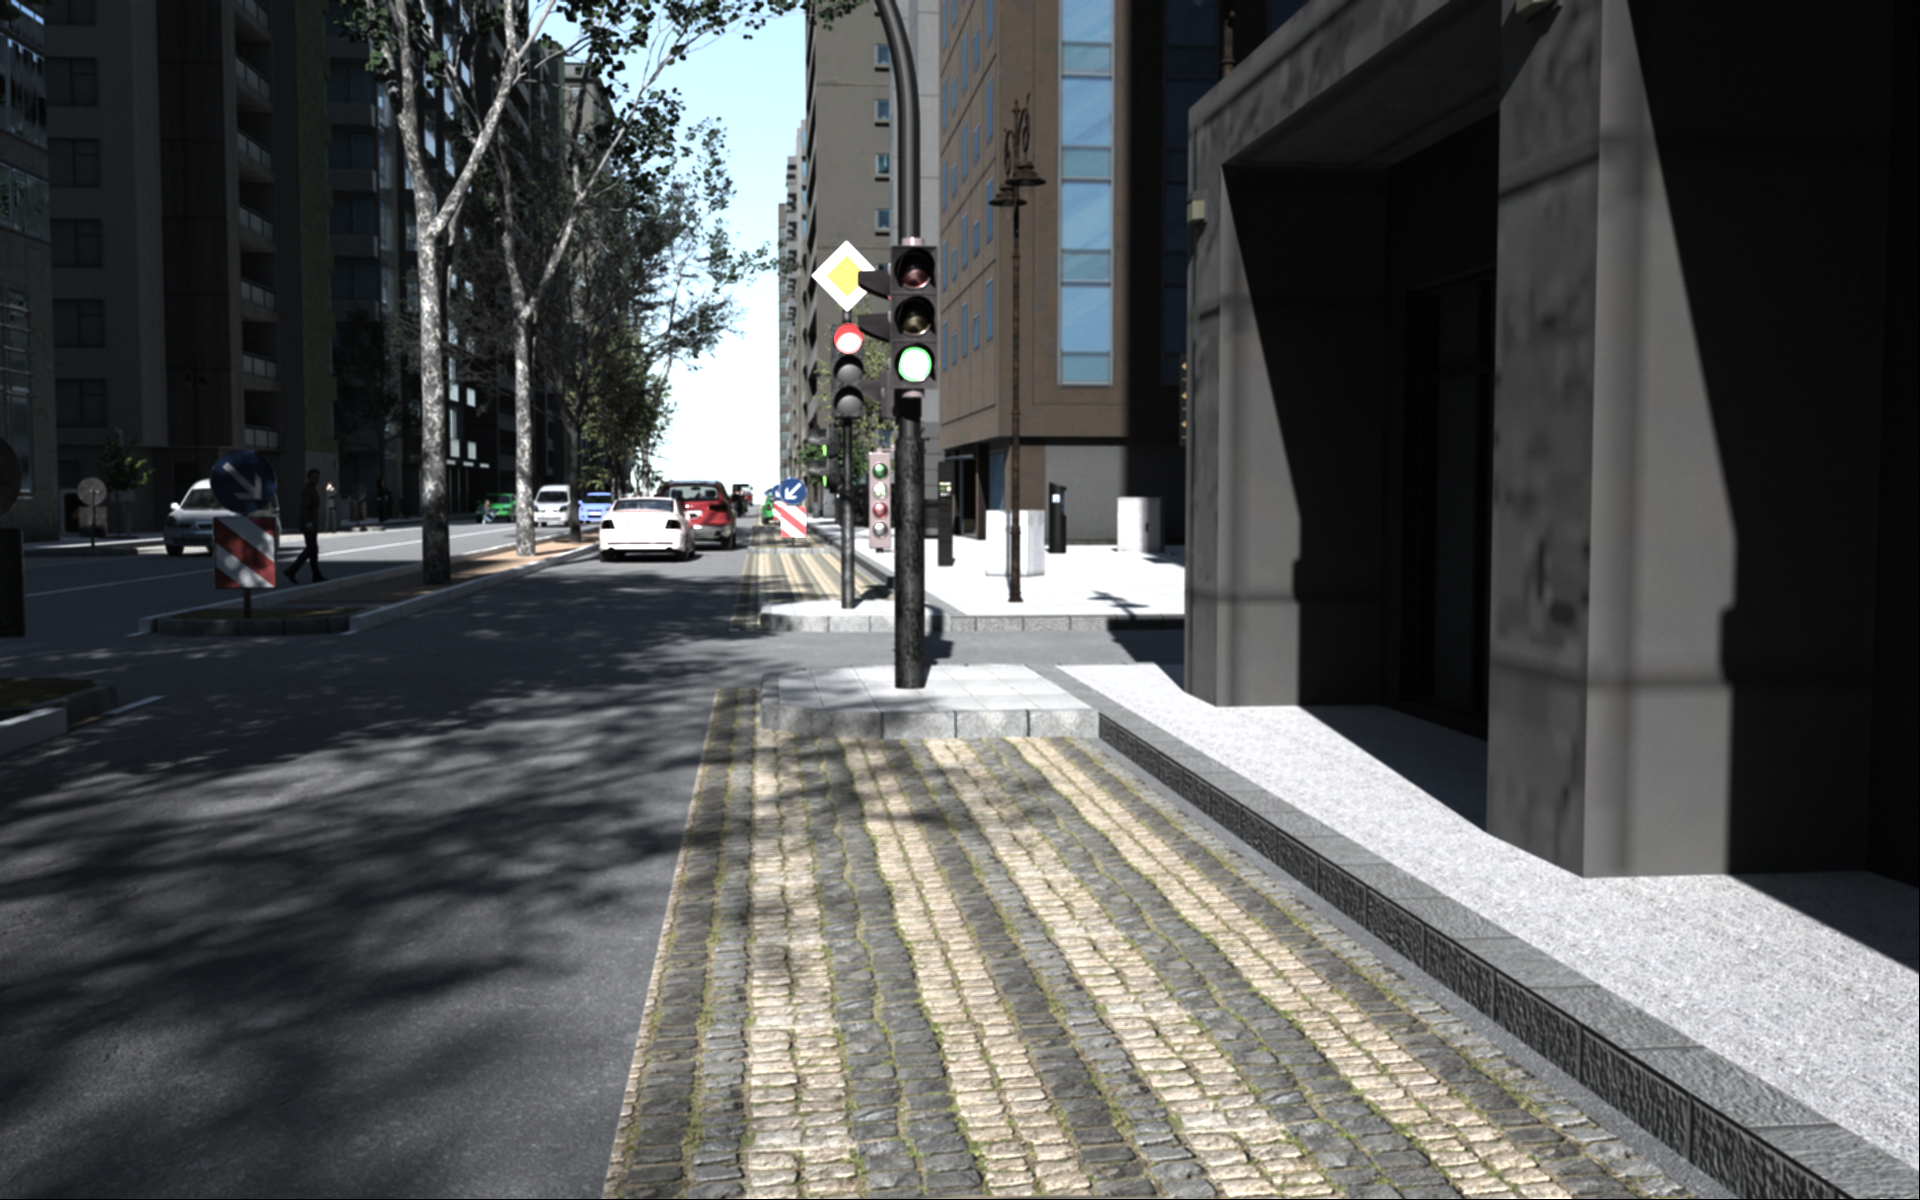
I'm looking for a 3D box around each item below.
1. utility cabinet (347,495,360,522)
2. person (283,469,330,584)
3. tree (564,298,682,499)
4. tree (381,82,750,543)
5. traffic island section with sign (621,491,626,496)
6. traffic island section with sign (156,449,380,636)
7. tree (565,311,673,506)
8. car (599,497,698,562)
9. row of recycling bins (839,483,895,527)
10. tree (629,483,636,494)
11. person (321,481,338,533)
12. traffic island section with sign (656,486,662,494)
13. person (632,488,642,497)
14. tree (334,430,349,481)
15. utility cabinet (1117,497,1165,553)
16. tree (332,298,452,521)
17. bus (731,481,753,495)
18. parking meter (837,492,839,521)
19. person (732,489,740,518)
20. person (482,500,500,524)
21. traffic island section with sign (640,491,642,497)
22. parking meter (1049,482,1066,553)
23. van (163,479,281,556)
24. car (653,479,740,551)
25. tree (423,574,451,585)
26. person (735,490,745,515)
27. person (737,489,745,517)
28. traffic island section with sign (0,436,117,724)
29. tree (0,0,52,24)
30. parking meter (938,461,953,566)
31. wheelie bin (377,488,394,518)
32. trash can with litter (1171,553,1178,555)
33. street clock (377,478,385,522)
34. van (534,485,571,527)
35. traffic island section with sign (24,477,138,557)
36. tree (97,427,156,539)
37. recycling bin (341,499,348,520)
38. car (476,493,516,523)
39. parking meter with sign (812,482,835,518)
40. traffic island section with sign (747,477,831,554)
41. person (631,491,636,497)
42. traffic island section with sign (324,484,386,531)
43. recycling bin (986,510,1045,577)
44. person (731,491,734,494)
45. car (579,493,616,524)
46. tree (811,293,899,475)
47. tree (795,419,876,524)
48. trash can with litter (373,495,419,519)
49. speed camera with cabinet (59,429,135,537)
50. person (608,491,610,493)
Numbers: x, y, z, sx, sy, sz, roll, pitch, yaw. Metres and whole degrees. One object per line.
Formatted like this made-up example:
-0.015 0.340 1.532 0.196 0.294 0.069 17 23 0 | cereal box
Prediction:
-27.772 -4.171 79.361 0.306 1.237 1.020 0 4 -6 | utility cabinet
-10.490 -1.191 27.876 0.656 1.842 0.836 3 5 40 | person
-12.106 -6.647 61.501 4.360 8.622 3.978 0 3 0 | tree
-11.438 -8.452 51.010 12.009 13.543 11.850 0 3 0 | tree
-38.448 -11.574 197.866 1.989 1.847 2.006 0 4 -7 | traffic island section with sign
-7.410 -0.628 18.404 2.006 1.907 1.989 0 4 -7 | traffic island section with sign
-13.881 -7.278 71.819 4.737 8.622 4.395 0 3 0 | tree
-6.820 -1.565 37.952 2.083 1.381 4.827 0 4 -6 | car
-3.574 -3.746 68.360 1.069 1.692 3.534 -3 5 -40 | row of recycling bins
-47.836 -15.674 250.876 1.663 3.219 1.824 0 3 0 | tree
-22.938 -3.375 63.048 0.648 1.900 0.474 3 4 37 | person
-16.019 -5.193 93.049 2.006 1.907 1.989 0 4 -7 | traffic island section with sign
-21.350 -6.492 114.651 1.348 1.823 0.705 -3 5 -41 | person
-27.349 -5.472 73.178 4.285 4.588 4.351 0 3 0 | tree
3.982 -1.650 38.139 1.020 1.237 0.306 2 4 26 | utility cabinet
-28.020 -9.090 83.037 7.601 10.594 8.767 -1 4 -13 | tree
-30.788 -15.266 244.456 2.948 3.499 13.247 0 4 -6 | bus
-5.803 -4.573 83.184 0.372 1.533 0.369 0 3 0 | parking meter
-13.540 -5.785 104.001 0.530 1.710 0.541 -1 4 -22 | person
-22.649 -4.259 83.630 0.738 1.151 1.012 2 4 24 | person
-41.600 -13.250 225.265 1.989 1.847 2.006 0 4 -7 | traffic island section with sign
2.118 -1.784 37.577 0.372 1.533 0.369 0 3 0 | parking meter
-17.685 -2.115 41.584 2.013 2.044 4.112 0 4 -5 | van
-6.915 -2.238 45.263 2.281 1.827 5.304 0 4 -6 | car
-6.964 -10.258 26.062 12.611 20.169 13.585 0 3 0 | tree
-15.125 -6.720 119.170 0.742 1.727 0.445 0 4 -2 | person
-13.395 -5.913 105.973 0.742 1.727 0.445 2 4 28 | person
-6.572 -0.178 11.044 2.006 1.907 1.989 0 4 -7 | traffic island section with sign
-6.078 -5.878 5.210 9.857 13.997 8.962 0 3 0 | tree
-0.262 -1.538 30.850 0.255 1.863 0.399 0 4 0 | parking meter
-30.224 -5.091 91.152 0.693 1.594 0.980 -3 5 -43 | wheelie bin
5.462 -1.515 35.835 2.233 1.210 1.678 3 4 36 | trash can with litter
-26.175 -4.509 78.290 0.358 2.002 0.471 0 4 -6 | street clock
-17.767 -4.220 76.006 2.013 2.044 4.112 0 4 -5 | van
-20.278 -1.927 40.136 1.989 1.847 2.006 0 4 -7 | traffic island section with sign
-24.305 -3.378 49.830 1.663 3.219 1.824 0 3 0 | tree
-31.159 -4.556 87.044 0.722 1.027 0.722 -3 4 -38 | recycling bin
-23.169 -4.788 87.087 1.959 1.807 4.718 0 4 -6 | car
-6.934 -5.829 91.564 1.738 3.016 0.543 0 4 -4 | parking meter with sign
-4.176 -2.047 42.094 1.989 1.847 2.006 0 4 -7 | traffic island section with sign
-34.070 -10.512 181.086 0.721 1.735 1.217 3 4 39 | person
-23.391 -3.577 67.105 1.989 1.847 2.006 0 4 -7 | traffic island section with sign
0.868 -0.894 27.178 0.722 1.027 0.722 2 4 28 | recycling bin
-19.302 -8.435 147.334 0.530 1.710 0.541 2 4 31 | person
-17.583 -4.574 84.382 1.945 1.707 3.694 0 4 -5 | car
-3.014 -6.760 60.889 4.737 8.622 4.395 0 3 0 | tree
-5.342 -5.516 73.904 4.285 4.588 4.351 0 3 0 | tree
-28.879 -4.741 88.571 2.233 1.210 1.678 1 4 14 | trash can with litter
-26.171 -3.558 52.506 2.038 3.252 0.660 -2 4 -27 | speed camera with cabinet
-34.006 -9.708 167.892 0.621 1.740 0.551 0 4 -4 | person
